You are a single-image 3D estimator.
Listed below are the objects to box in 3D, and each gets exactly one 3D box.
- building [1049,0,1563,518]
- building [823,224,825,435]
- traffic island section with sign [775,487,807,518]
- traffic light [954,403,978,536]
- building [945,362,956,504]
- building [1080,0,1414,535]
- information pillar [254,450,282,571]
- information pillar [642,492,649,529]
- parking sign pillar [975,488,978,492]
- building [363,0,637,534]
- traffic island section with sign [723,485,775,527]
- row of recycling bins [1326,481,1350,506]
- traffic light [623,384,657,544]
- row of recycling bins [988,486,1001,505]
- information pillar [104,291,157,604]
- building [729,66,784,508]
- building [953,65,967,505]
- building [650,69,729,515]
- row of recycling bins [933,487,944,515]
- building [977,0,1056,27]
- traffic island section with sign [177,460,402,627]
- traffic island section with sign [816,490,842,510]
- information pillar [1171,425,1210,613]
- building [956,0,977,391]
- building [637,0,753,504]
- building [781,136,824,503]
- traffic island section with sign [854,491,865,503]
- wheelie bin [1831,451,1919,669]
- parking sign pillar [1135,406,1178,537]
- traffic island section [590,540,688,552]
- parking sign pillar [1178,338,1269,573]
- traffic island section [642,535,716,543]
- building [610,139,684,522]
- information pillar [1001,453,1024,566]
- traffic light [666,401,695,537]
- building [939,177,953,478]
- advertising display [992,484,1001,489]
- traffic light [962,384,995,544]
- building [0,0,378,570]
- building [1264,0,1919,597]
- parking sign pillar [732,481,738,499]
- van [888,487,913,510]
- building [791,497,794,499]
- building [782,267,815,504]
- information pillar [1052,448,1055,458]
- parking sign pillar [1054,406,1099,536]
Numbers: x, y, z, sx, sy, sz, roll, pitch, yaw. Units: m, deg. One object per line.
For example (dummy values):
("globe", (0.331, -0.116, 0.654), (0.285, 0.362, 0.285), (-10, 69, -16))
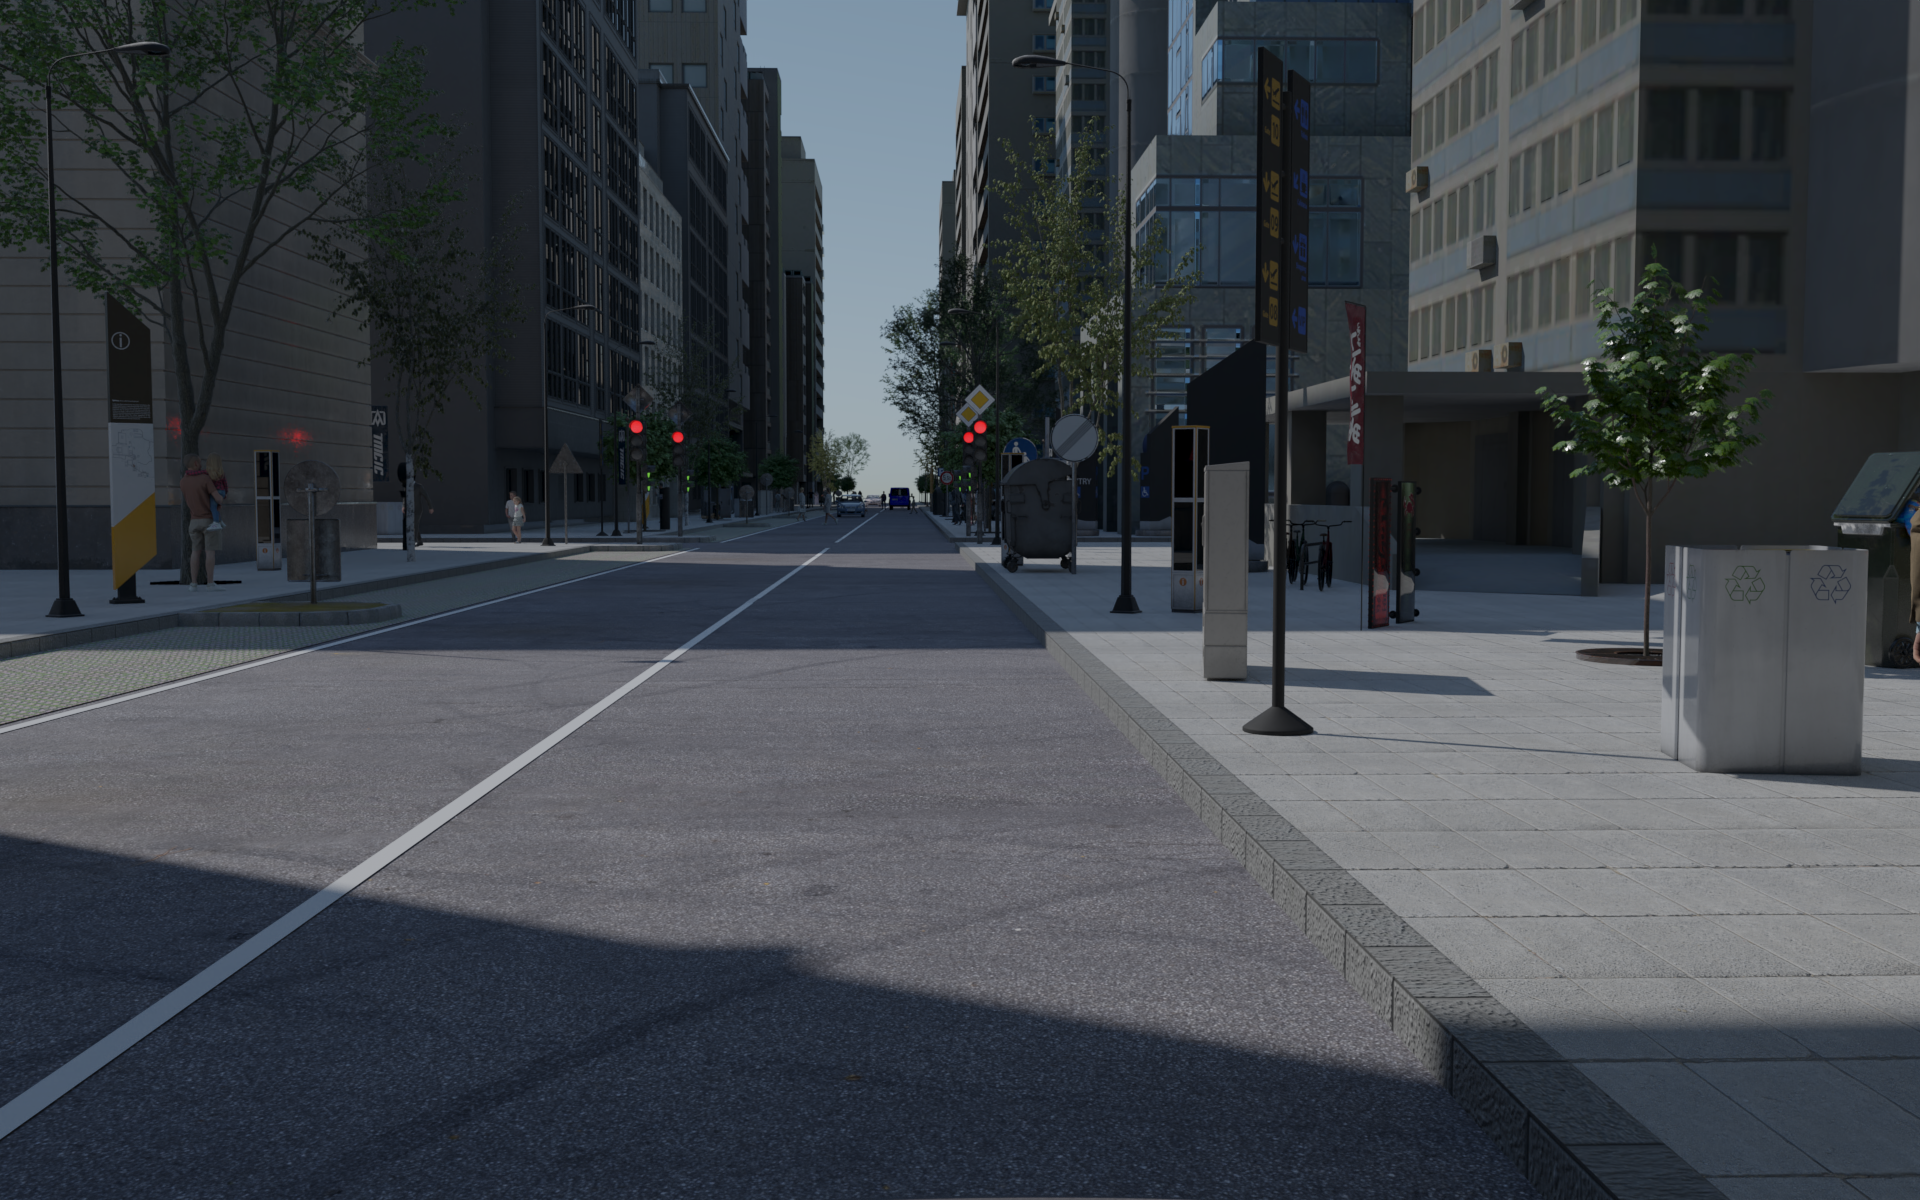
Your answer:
("building", (19.115, -25.868, 114.818), (32.217, 40.220, 23.993), (0, 4, -2))
("building", (-32.049, -39.393, 263.677), (23.786, 49.044, 30.456), (0, 4, -2))
("traffic island section with sign", (-10.026, -5.716, 102.078), (1.989, 1.847, 2.006), (0, 4, -2))
("traffic light", (0.239, -3.882, 52.394), (0.839, 4.253, 0.868), (0, 4, -2))
("building", (12.095, -23.531, 229.772), (27.650, 21.520, 28.899), (0, 4, -2))
("building", (20.221, -45.924, 63.535), (31.000, 86.520, 22.319), (0, 4, -2))
("information pillar", (-11.588, -1.499, 29.006), (0.304, 2.012, 0.304), (0, 4, 4))
("information pillar", (-11.699, -4.464, 64.344), (0.183, 3.616, 0.504), (1, 4, 16))
("parking sign pillar", (1.191, -6.832, 100.172), (1.447, 3.967, 1.447), (1, 4, 17))
("building", (-20.957, -16.690, 66.387), (14.314, 27.812, 24.014), (0, 4, -2))
("traffic island section with sign", (-9.175, -4.049, 74.836), (1.989, 1.847, 2.006), (0, 4, -2))
("row of recycling bins", (12.997, -2.829, 53.366), (3.534, 1.692, 1.069), (1, 4, 21))
("traffic light", (-8.169, -3.377, 44.127), (0.839, 4.253, 0.868), (0, 4, -2))
("row of recycling bins", (2.721, -4.816, 85.858), (3.534, 1.692, 1.069), (0, 4, 3))
("information pillar", (-9.708, -1.768, 20.261), (0.504, 3.616, 0.183), (-3, 5, -43))
("building", (-24.017, -29.210, 161.174), (14.154, 41.232, 14.086), (0, 4, -2))
("building", (10.470, -34.579, 189.069), (21.300, 48.544, 21.600), (0, 4, -2))
("building", (-22.513, -19.198, 107.390), (14.314, 27.812, 24.014), (0, 4, -2))
("row of recycling bins", (-1.182, -6.118, 107.146), (1.069, 1.692, 3.534), (0, 4, -2))
("building", (12.449, -31.531, 139.239), (21.300, 48.544, 21.600), (0, 4, -2))
("traffic island section with sign", (-7.447, -0.667, 19.537), (1.989, 1.847, 2.006), (0, 4, -2))
("traffic island section with sign", (-11.560, -8.731, 151.374), (1.989, 1.847, 2.006), (0, 4, -2))
("information pillar", (2.489, -0.871, 18.741), (0.304, 2.012, 0.304), (3, 4, 36))
("building", (14.422, -35.134, 163.686), (28.713, 52.752, 27.495), (0, 4, -2))
("building", (-31.467, -33.657, 139.533), (28.713, 52.752, 27.495), (0, 4, -2))
("building", (-29.945, -37.543, 237.534), (21.300, 48.544, 21.600), (0, 4, -2))
("traffic island section with sign", (-14.990, -15.439, 261.058), (1.989, 1.847, 2.006), (0, 4, -2))
("wheelie bin", (7.029, -0.313, 13.018), (0.693, 1.594, 0.980), (-1, 4, -12))
("parking sign pillar", (6.092, -3.942, 52.916), (1.447, 3.967, 1.447), (-3, 5, -42))
("traffic island section", (-8.209, -1.344, 44.261), (2.009, 0.180, 2.903), (0, 4, -2))
("parking sign pillar", (4.418, -2.465, 28.779), (1.447, 3.967, 1.447), (1, 4, 9))
("traffic island section", (-8.458, -1.832, 52.242), (2.009, 0.180, 2.903), (0, 4, -2))
("building", (-20.232, -14.208, 87.047), (10.420, 20.320, 16.860), (0, 4, -2))
("information pillar", (0.936, -1.617, 30.926), (0.304, 2.012, 0.304), (-2, 4, -30))
("traffic light", (-8.418, -3.865, 52.109), (0.839, 4.253, 0.868), (0, 4, -2))
("building", (7.802, -38.563, 254.201), (21.300, 48.544, 21.600), (0, 4, -2))
("advertising display", (2.382, -6.748, 115.539), (0.974, 1.923, 0.123), (1, 4, 16))
("traffic light", (0.488, -3.394, 44.413), (0.839, 4.253, 0.868), (0, 4, -2))
("building", (-25.653, -14.476, 33.944), (25.104, 27.353, 12.463), (0, 4, -2))
("building", (21.644, -20.636, 29.280), (32.217, 40.220, 23.993), (0, 4, -2))
("parking sign pillar", (-16.253, -8.124, 121.304), (1.447, 3.967, 1.447), (-2, 4, -26))
("van", (-5.441, -9.354, 157.329), (2.240, 2.365, 5.245), (0, 4, 0))
("building", (-34.020, -29.908, 180.879), (32.217, 40.220, 23.993), (0, 4, -2))
("building", (-25.968, -27.436, 220.280), (14.160, 30.474, 14.107), (0, 4, -2))
("information pillar", (4.116, -5.047, 73.874), (0.183, 3.616, 0.504), (-2, 4, -35))
("parking sign pillar", (3.552, -3.950, 53.047), (1.447, 3.967, 1.447), (1, 4, 14))
